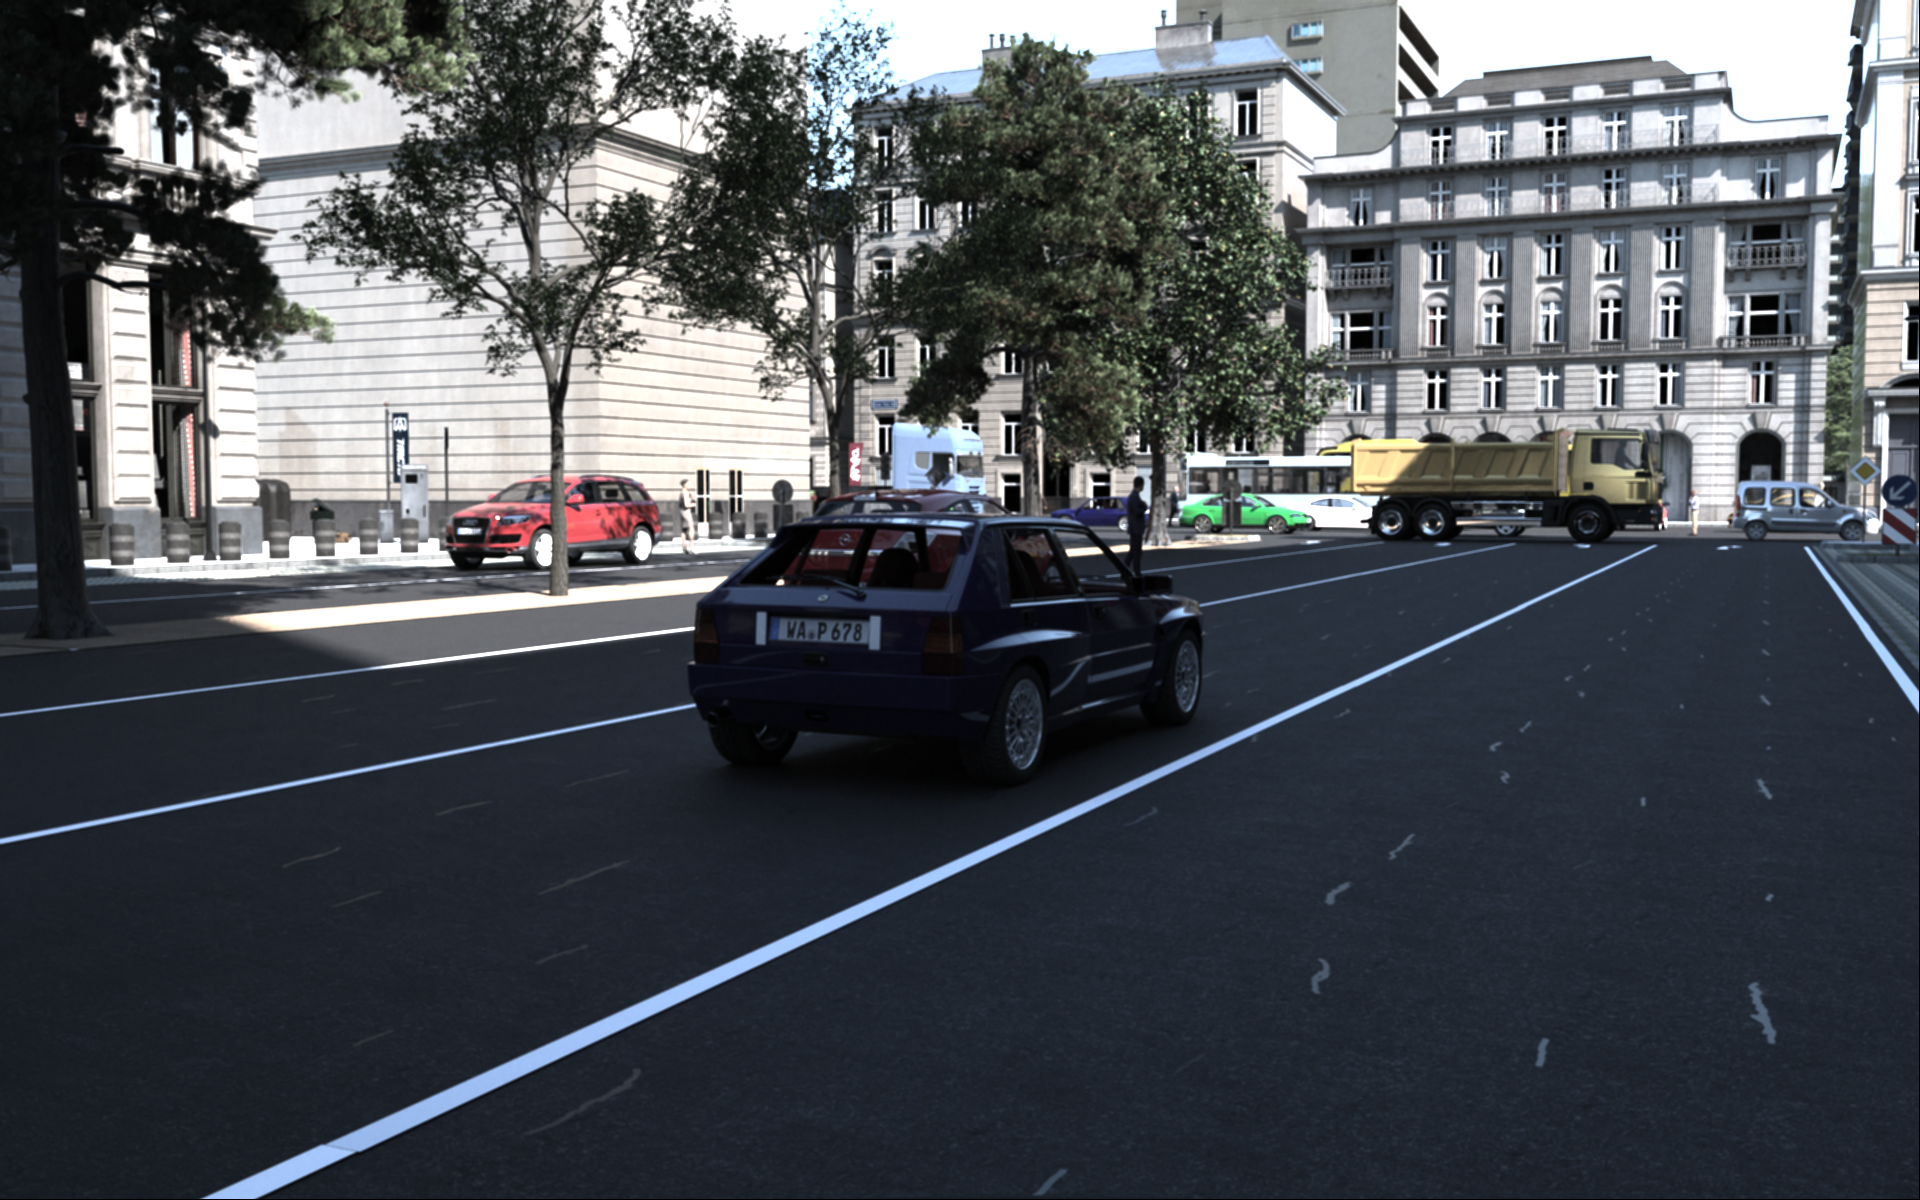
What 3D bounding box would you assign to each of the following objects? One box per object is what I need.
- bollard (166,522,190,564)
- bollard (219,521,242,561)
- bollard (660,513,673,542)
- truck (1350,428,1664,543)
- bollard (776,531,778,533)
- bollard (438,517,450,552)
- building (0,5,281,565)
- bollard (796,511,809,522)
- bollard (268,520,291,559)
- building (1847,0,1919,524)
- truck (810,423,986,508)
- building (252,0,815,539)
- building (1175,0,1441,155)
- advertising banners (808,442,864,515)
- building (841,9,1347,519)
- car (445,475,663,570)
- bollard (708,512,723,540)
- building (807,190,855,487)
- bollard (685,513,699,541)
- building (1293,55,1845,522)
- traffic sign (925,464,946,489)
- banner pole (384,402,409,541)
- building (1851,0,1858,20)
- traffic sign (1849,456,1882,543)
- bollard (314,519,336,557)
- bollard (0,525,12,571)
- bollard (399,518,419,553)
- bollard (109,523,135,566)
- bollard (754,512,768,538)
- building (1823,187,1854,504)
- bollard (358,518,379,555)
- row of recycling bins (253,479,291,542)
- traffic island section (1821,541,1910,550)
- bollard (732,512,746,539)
[{"bbox_3d":[-14.488,-1.062,32.088,0.404,0.777,0.398,0,3,0],"label":"bollard"},{"bbox_3d":[-13.980,-1.129,33.184,0.404,0.777,0.398,0,3,0],"label":"bollard"},{"bbox_3d":[-7.867,-1.932,46.303,0.404,0.777,0.398,0,3,0],"label":"bollard"},{"bbox_3d":[17.010,-3.471,52.668,9.791,3.379,3.469,2,4,26],"label":"truck"},{"bbox_3d":[-5.315,-2.266,51.771,0.404,0.777,0.398,0,3,0],"label":"bollard"},{"bbox_3d":[-11.434,-1.463,38.645,0.404,0.777,0.398,0,3,0],"label":"bollard"},{"bbox_3d":[-23.015,-12.283,29.698,11.050,23.489,19.941,2,4,25],"label":"building"},{"bbox_3d":[-4.806,-2.333,52.860,0.404,0.777,0.398,0,3,0],"label":"bollard"},{"bbox_3d":[-13.472,-1.196,34.273,0.404,0.777,0.398,0,3,0],"label":"bollard"},{"bbox_3d":[50.400,-17.731,75.807,20.117,28.700,13.634,2,4,25],"label":"building"},{"bbox_3d":[-7.364,-4.834,68.798,18.799,4.110,2.967,2,4,24],"label":"truck"},{"bbox_3d":[-18.233,-15.847,56.366,25.104,27.353,12.463,2,4,25],"label":"building"},{"bbox_3d":[31.053,-32.721,158.695,21.300,48.544,21.600,2,4,25],"label":"building"},{"bbox_3d":[-4.276,-3.816,58.585,2.074,3.025,0.090,-1,4,-10],"label":"advertising banners"},{"bbox_3d":[7.392,-18.271,95.994,25.104,27.353,12.463,2,4,25],"label":"building"},{"bbox_3d":[-8.016,-1.576,34.445,2.281,1.827,5.304,2,4,24],"label":"car"},{"bbox_3d":[-6.848,-2.065,48.480,0.404,0.777,0.398,0,3,0],"label":"bollard"},{"bbox_3d":[-13.717,-14.697,104.926,19.286,19.102,10.561,2,4,25],"label":"building"},{"bbox_3d":[-7.357,-1.998,47.391,0.404,0.777,0.398,0,3,0],"label":"bollard"},{"bbox_3d":[29.996,-14.925,85.818,24.055,21.916,13.314,2,4,25],"label":"building"},{"bbox_3d":[-0.820,-3.276,57.211,0.795,2.450,0.064,2,4,25],"label":"traffic sign"},{"bbox_3d":[-15.318,-3.487,47.026,0.863,3.779,0.401,1,4,11],"label":"banner pole"},{"bbox_3d":[85.487,-29.885,143.250,22.147,44.769,28.867,2,4,25],"label":"building"},{"bbox_3d":[23.872,-2.573,45.719,0.795,2.450,0.064,2,4,25],"label":"traffic sign"},{"bbox_3d":[-12.960,-1.263,35.361,0.404,0.777,0.398,0,3,0],"label":"bollard"},{"bbox_3d":[-16.014,-0.863,28.821,0.404,0.777,0.398,0,3,0],"label":"bollard"},{"bbox_3d":[-11.941,-1.397,37.555,0.404,0.777,0.398,0,3,0],"label":"bollard"},{"bbox_3d":[-15.000,-0.996,31.001,0.404,0.777,0.398,0,3,0],"label":"bollard"},{"bbox_3d":[-5.826,-2.199,50.676,0.404,0.777,0.398,0,3,0],"label":"bollard"},{"bbox_3d":[113.293,-33.070,224.288,14.086,41.232,14.154,2,4,25],"label":"building"},{"bbox_3d":[-12.450,-1.330,36.462,0.404,0.777,0.398,0,3,0],"label":"bollard"},{"bbox_3d":[-19.115,-2.452,47.206,1.069,1.692,3.534,0,4,-2],"label":"row of recycling bins"},{"bbox_3d":[23.896,-1.438,45.786,2.009,0.180,2.903,2,4,25],"label":"traffic island section"},{"bbox_3d":[-6.334,-2.132,49.582,0.404,0.777,0.398,0,3,0],"label":"bollard"}]
